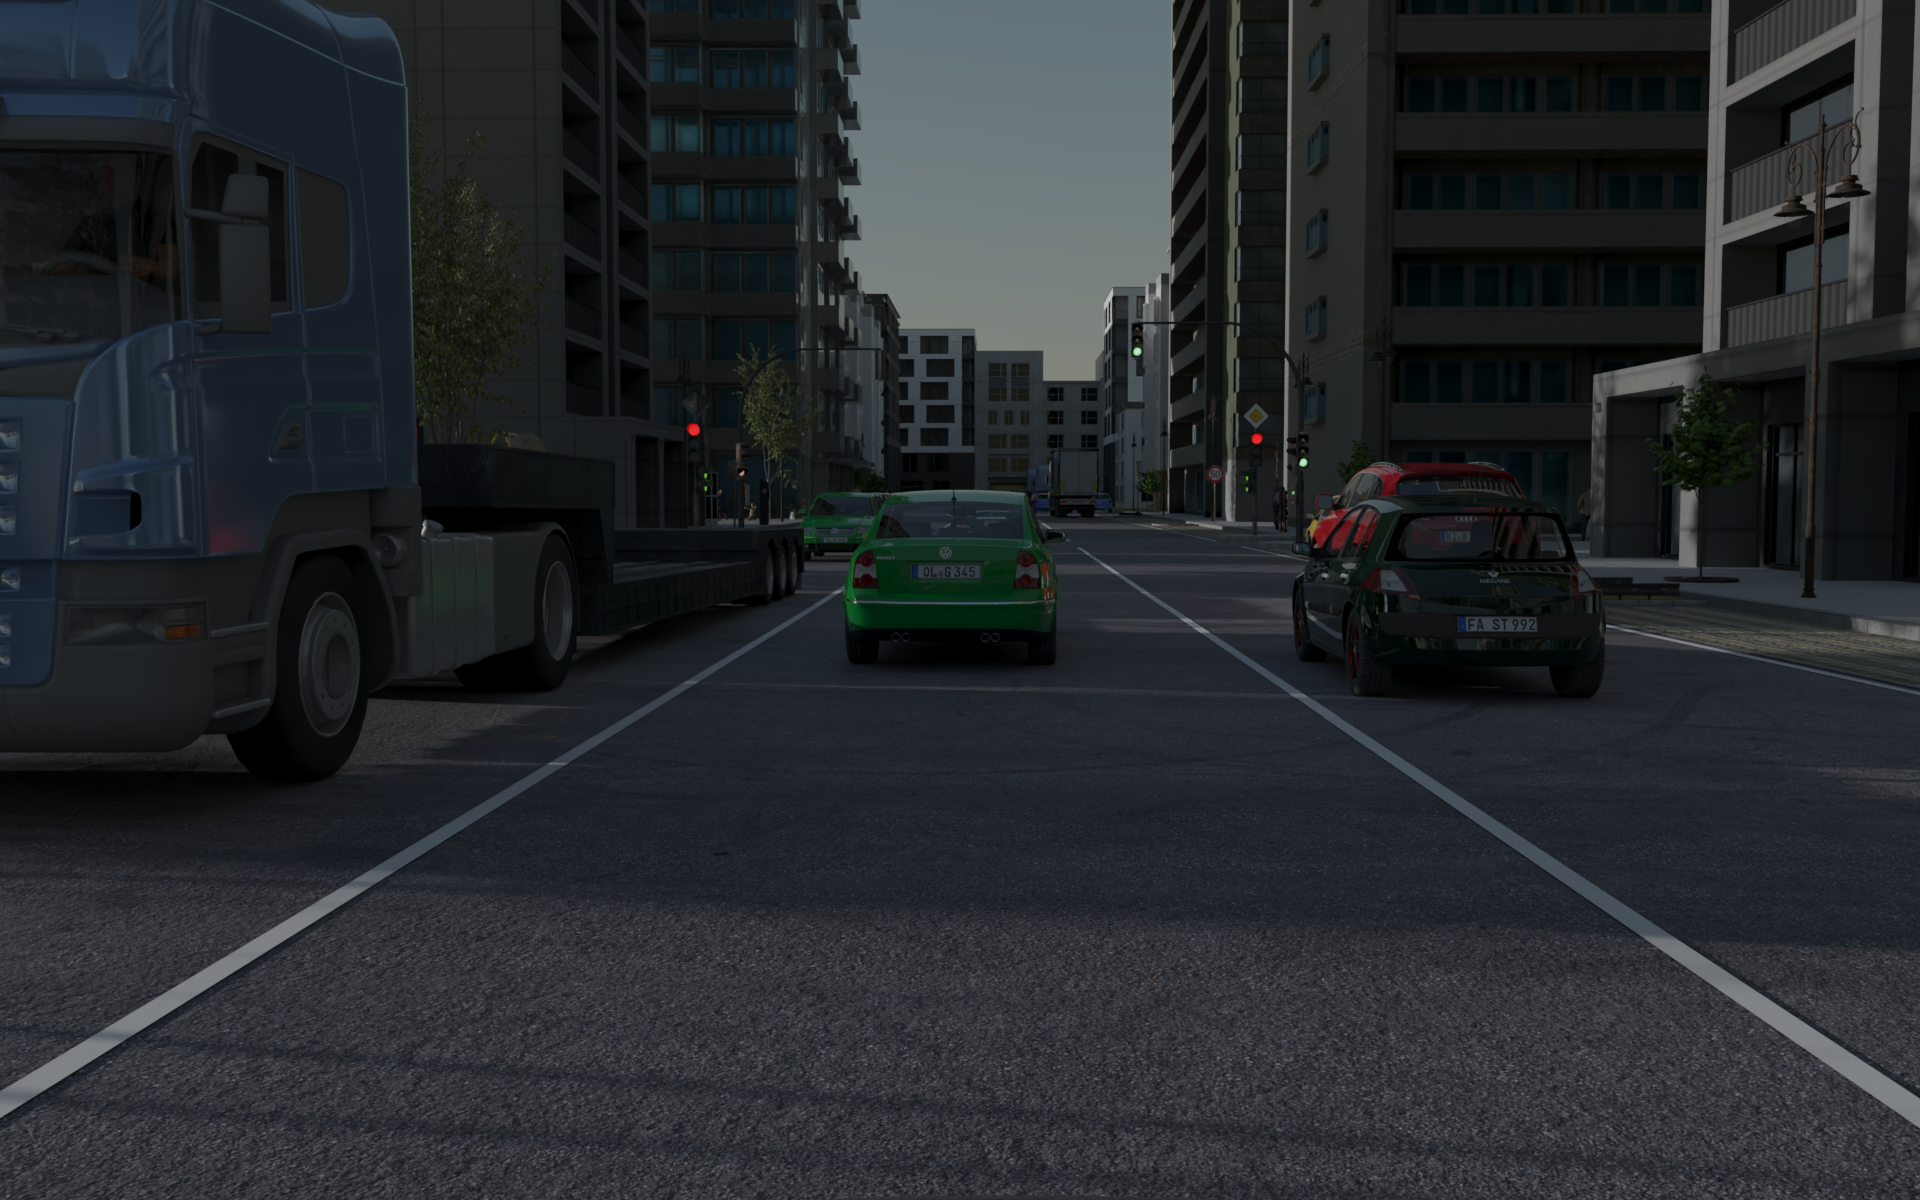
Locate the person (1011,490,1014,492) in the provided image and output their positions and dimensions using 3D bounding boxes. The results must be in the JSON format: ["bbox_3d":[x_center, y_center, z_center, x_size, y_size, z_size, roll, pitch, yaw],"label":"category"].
[{"bbox_3d":[3.694,-6.815,120.738,0.655,1.722,0.431,3,4,36],"label":"person"}]

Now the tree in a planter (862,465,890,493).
[{"bbox_3d":[-5.308,-6.750,107.588,1.991,3.239,1.994,0,4,1],"label":"tree in a planter"}]

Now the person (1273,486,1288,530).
[{"bbox_3d":[11.529,-3.307,62.328,0.590,1.554,0.614,-2,4,-33],"label":"person"}]

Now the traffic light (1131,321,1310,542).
[{"bbox_3d":[6.854,-4.336,45.567,4.771,5.953,1.251,0,4,1],"label":"traffic light"}]

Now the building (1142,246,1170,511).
[{"bbox_3d":[22.647,-17.154,136.885,16.016,20.091,11.380,0,4,1],"label":"building"}]

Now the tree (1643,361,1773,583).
[{"bbox_3d":[10.754,-1.879,25.319,1.663,3.219,1.824,0,3,0],"label":"tree"}]

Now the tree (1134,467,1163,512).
[{"bbox_3d":[13.536,-8.002,125.440,1.663,3.219,1.824,0,3,0],"label":"tree"}]

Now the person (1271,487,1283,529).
[{"bbox_3d":[11.713,-3.395,63.769,0.499,1.552,0.429,0,4,5],"label":"person"}]

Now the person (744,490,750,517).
[{"bbox_3d":[-10.711,-4.759,86.400,0.613,1.512,0.480,1,4,16],"label":"person"}]

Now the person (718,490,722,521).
[{"bbox_3d":[-11.711,-4.622,83.069,0.566,1.644,0.517,0,4,3],"label":"person"}]

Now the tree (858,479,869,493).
[{"bbox_3d":[-7.188,-8.505,133.655,1.663,3.219,1.824,0,3,0],"label":"tree"}]

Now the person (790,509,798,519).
[{"bbox_3d":[-8.395,-4.343,87.534,0.381,0.543,0.357,2,4,34],"label":"person"}]

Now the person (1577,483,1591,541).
[{"bbox_3d":[17.858,-2.443,48.979,0.617,1.759,0.750,3,4,37],"label":"person"}]

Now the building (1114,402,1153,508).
[{"bbox_3d":[19.442,-13.152,157.187,9.099,9.664,28.070,0,4,1],"label":"building"}]

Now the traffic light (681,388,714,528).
[{"bbox_3d":[-6.990,-3.491,46.005,0.839,4.253,0.868,0,4,1],"label":"traffic light"}]

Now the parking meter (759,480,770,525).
[{"bbox_3d":[-8.096,-4.032,71.630,0.399,1.863,0.255,-1,4,-23],"label":"parking meter"}]

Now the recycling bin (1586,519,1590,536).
[{"bbox_3d":[19.482,-2.455,52.693,0.722,1.027,0.722,0,4,4],"label":"recycling bin"}]

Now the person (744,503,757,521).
[{"bbox_3d":[-10.138,-4.255,83.541,0.695,0.859,0.347,-2,4,-31],"label":"person"}]

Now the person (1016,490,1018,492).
[{"bbox_3d":[4.984,-8.941,155.126,0.568,1.767,0.683,2,4,31],"label":"person"}]

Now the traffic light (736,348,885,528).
[{"bbox_3d":[-4.716,-4.851,53.976,4.771,5.953,1.251,0,4,1],"label":"traffic light"}]

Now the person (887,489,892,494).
[{"bbox_3d":[-2.991,-3.816,72.361,0.593,1.643,0.415,3,5,44],"label":"person"}]

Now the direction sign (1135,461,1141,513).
[{"bbox_3d":[12.201,-7.751,118.722,0.379,3.537,0.876,-1,4,-11],"label":"direction sign"}]

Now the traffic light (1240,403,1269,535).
[{"bbox_3d":[9.128,-3.959,53.645,0.839,4.253,0.868,0,4,1],"label":"traffic light"}]

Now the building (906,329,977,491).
[{"bbox_3d":[-14.182,-23.498,228.161,32.646,21.610,27.936,0,4,1],"label":"building"}]

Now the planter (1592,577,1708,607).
[{"bbox_3d":[8.467,-0.103,22.822,1.991,0.319,1.994,0,4,1],"label":"planter"}]

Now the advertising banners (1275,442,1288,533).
[{"bbox_3d":[10.787,-3.793,58.196,0.090,3.025,2.074,0,3,0],"label":"advertising banners"}]

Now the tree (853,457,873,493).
[{"bbox_3d":[-7.771,-8.560,123.666,4.285,4.588,4.351,0,3,0],"label":"tree"}]

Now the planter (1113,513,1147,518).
[{"bbox_3d":[10.334,-5.150,105.347,1.991,0.319,1.994,0,4,1],"label":"planter"}]

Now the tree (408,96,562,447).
[{"bbox_3d":[-9.673,-5.019,32.428,4.737,8.622,4.395,0,3,0],"label":"tree"}]

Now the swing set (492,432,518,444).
[{"bbox_3d":[-11.483,-2.864,44.452,2.862,2.851,3.119,0,4,-3],"label":"swing set"}]

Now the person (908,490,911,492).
[{"bbox_3d":[-4.282,-8.392,145.799,0.705,1.812,1.348,2,4,27],"label":"person"}]

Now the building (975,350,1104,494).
[{"bbox_3d":[17.742,-21.722,221.612,31.486,18.905,16.747,0,4,1],"label":"building"}]

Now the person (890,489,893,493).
[{"bbox_3d":[-6.487,-9.564,162.498,0.705,1.814,1.350,0,4,-6],"label":"person"}]

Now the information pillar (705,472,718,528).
[{"bbox_3d":[-8.321,-3.271,57.968,0.304,2.012,0.304,2,4,35],"label":"information pillar"}]

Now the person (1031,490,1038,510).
[{"bbox_3d":[5.654,-7.603,133.744,0.436,1.711,0.756,-2,4,-29],"label":"person"}]

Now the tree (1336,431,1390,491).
[{"bbox_3d":[12.174,-3.565,52.890,1.663,3.219,1.824,0,3,0],"label":"tree"}]

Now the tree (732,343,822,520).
[{"bbox_3d":[-9.183,-8.209,84.579,4.737,8.622,4.395,0,3,0],"label":"tree"}]

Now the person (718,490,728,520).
[{"bbox_3d":[-11.646,-4.669,85.070,0.574,1.496,0.600,0,4,7],"label":"person"}]

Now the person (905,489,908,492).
[{"bbox_3d":[-4.622,-8.575,148.711,0.705,1.824,1.348,2,4,30],"label":"person"}]
